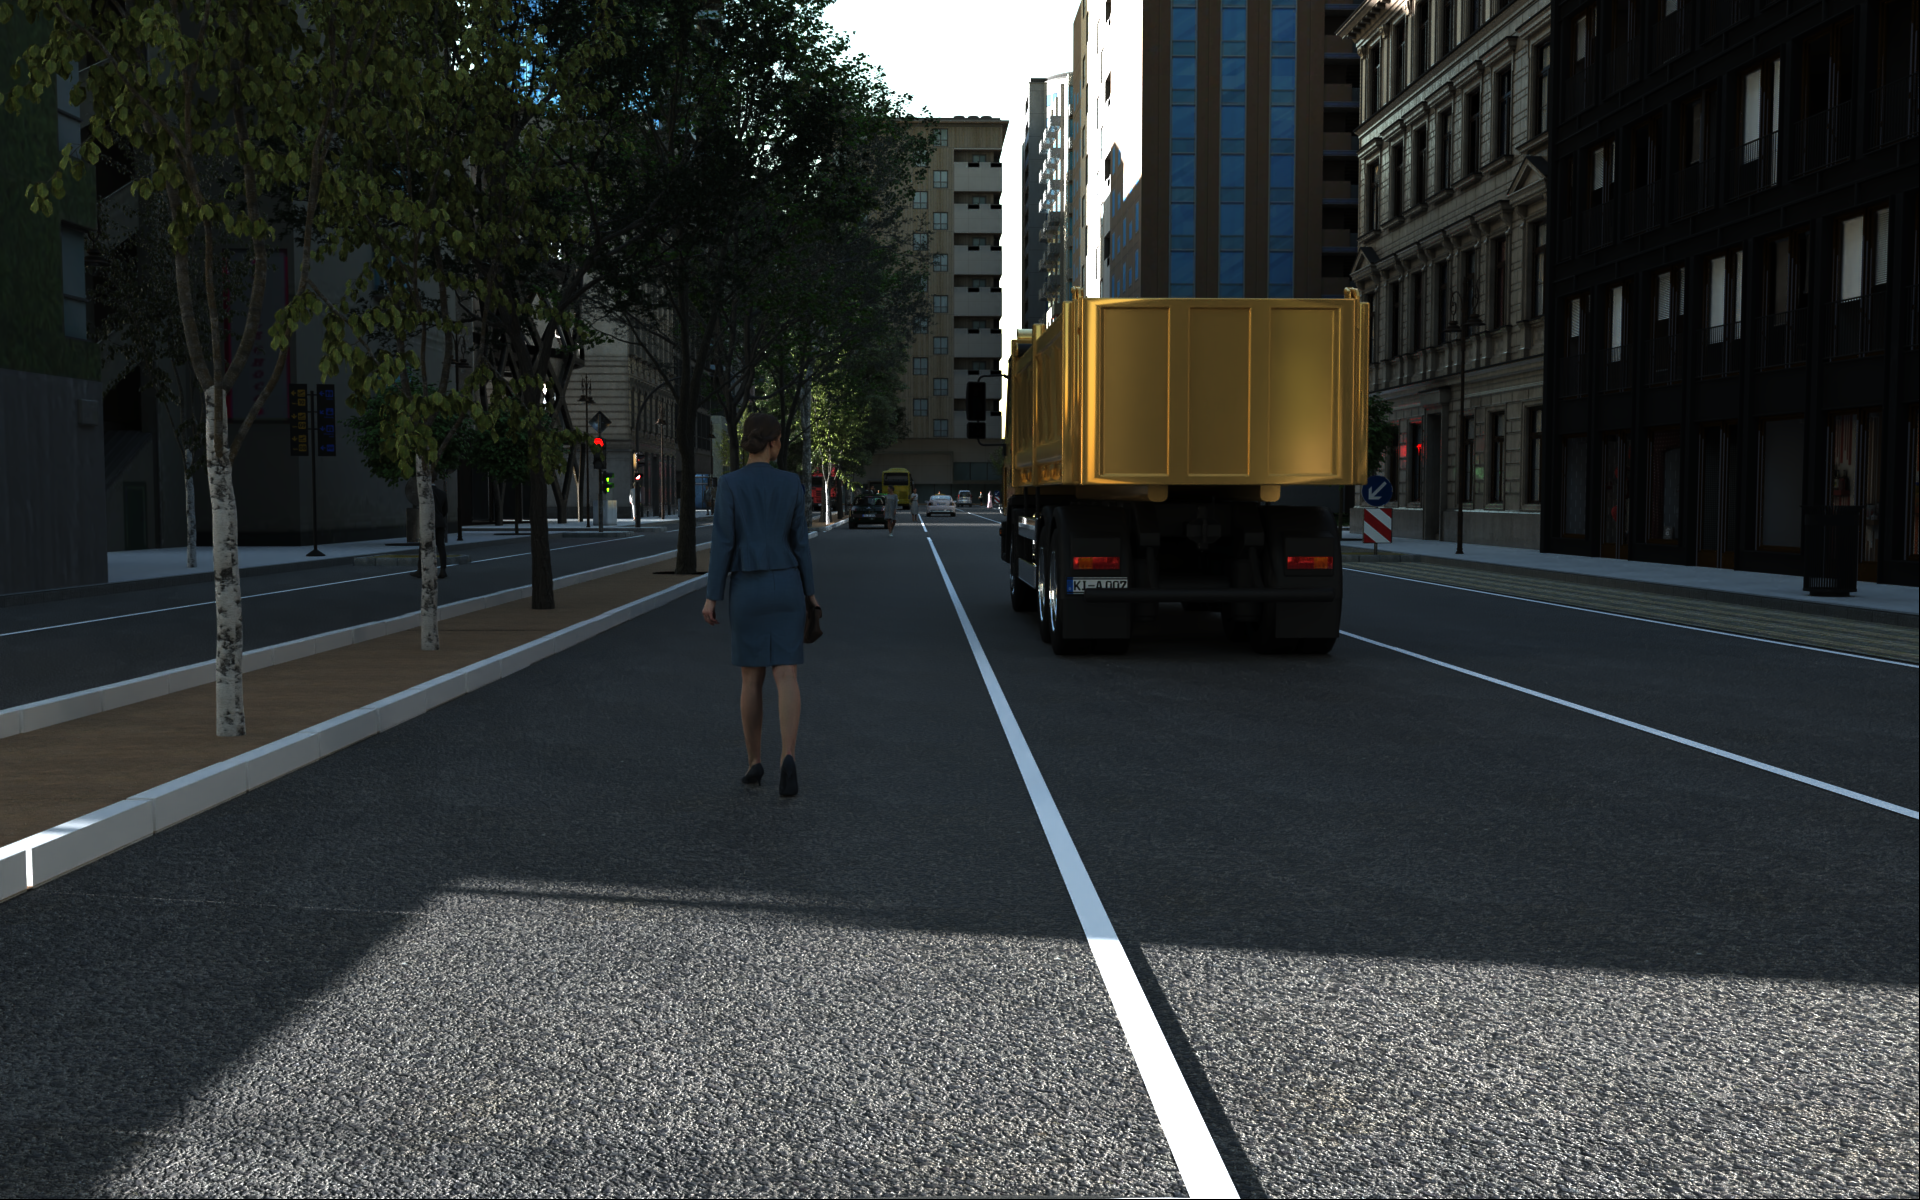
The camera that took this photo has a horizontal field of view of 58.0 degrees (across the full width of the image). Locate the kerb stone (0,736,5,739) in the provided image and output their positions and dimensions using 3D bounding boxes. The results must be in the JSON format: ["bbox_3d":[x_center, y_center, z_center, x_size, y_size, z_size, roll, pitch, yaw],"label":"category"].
[{"bbox_3d":[-5.631,0.760,9.782,0.120,0.150,1.000,0,4,-2],"label":"kerb stone"}]

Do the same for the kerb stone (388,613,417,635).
[{"bbox_3d":[-5.857,0.268,17.960,0.120,0.150,1.000,0,4,-2],"label":"kerb stone"}]

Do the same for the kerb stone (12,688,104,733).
[{"bbox_3d":[-5.650,0.697,10.803,0.120,0.150,1.000,0,4,-2],"label":"kerb stone"}]

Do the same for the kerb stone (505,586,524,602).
[{"bbox_3d":[-6.015,-0.053,23.067,0.120,0.150,1.000,0,4,-2],"label":"kerb stone"}]

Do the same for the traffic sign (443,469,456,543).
[{"bbox_3d":[-13.556,-2.783,45.606,0.768,2.556,0.104,0,4,5],"label":"traffic sign"}]

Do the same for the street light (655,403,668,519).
[{"bbox_3d":[-15.052,-7.020,87.562,0.468,5.910,1.993,0,4,-2],"label":"street light"}]

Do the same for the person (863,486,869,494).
[{"bbox_3d":[-5.200,-5.504,97.857,0.648,1.900,0.474,-1,4,-16],"label":"person"}]

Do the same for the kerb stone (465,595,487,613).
[{"bbox_3d":[-5.954,0.072,21.024,0.120,0.150,1.000,0,4,-2],"label":"kerb stone"}]

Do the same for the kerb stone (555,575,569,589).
[{"bbox_3d":[-6.096,-0.241,26.153,0.120,0.150,1.000,0,4,-2],"label":"kerb stone"}]

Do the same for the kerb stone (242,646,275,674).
[{"bbox_3d":[-5.751,0.509,13.868,0.120,0.150,1.000,0,4,-2],"label":"kerb stone"}]

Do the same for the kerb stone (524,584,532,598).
[{"bbox_3d":[-6.040,-0.112,24.091,0.120,0.150,1.000,0,4,-2],"label":"kerb stone"}]

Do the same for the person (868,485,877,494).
[{"bbox_3d":[-4.615,-5.103,91.293,0.474,1.900,0.648,0,4,3],"label":"person"}]

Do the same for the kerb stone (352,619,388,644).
[{"bbox_3d":[-5.830,0.322,16.938,0.120,0.150,1.000,0,4,-2],"label":"kerb stone"}]

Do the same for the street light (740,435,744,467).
[{"bbox_3d":[-16.239,-9.618,130.049,0.468,5.910,1.993,0,4,-2],"label":"street light"}]

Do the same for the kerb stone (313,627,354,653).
[{"bbox_3d":[-5.809,0.384,15.911,0.120,0.150,1.000,0,4,-2],"label":"kerb stone"}]

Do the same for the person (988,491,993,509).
[{"bbox_3d":[2.988,-9.855,170.298,0.621,1.740,0.551,-1,4,-21],"label":"person"}]

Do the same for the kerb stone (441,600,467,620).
[{"bbox_3d":[-5.919,0.134,20.003,0.120,0.150,1.000,0,4,-2],"label":"kerb stone"}]

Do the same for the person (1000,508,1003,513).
[{"bbox_3d":[3.370,-7.305,127.780,0.795,1.843,0.661,-1,4,-20],"label":"person"}]

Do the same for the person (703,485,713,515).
[{"bbox_3d":[-15.338,-6.066,105.347,0.709,1.813,0.853,1,4,20],"label":"person"}]

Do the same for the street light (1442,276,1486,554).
[{"bbox_3d":[10.720,-3.926,36.983,0.468,5.910,1.993,0,4,-2],"label":"street light"}]

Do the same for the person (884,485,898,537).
[{"bbox_3d":[-2.338,-2.996,58.227,0.466,1.731,0.760,-1,4,-14],"label":"person"}]

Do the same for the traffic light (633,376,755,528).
[{"bbox_3d":[-10.253,-5.614,66.457,4.771,5.953,1.251,0,4,-2],"label":"traffic light"}]

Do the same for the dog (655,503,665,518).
[{"bbox_3d":[-16.420,-4.920,94.816,0.800,0.831,0.513,-3,5,-39],"label":"dog"}]

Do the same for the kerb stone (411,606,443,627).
[{"bbox_3d":[-5.891,0.197,18.981,0.120,0.150,1.000,0,4,-2],"label":"kerb stone"}]

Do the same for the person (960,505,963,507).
[{"bbox_3d":[0.210,-11.641,198.816,0.705,1.826,1.348,-1,4,-21],"label":"person"}]

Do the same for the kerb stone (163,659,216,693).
[{"bbox_3d":[-5.713,0.572,12.846,0.120,0.150,1.000,0,4,-2],"label":"kerb stone"}]

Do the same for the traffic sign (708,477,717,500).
[{"bbox_3d":[-15.136,-6.349,105.932,0.606,2.300,0.079,0,4,3],"label":"traffic sign"}]

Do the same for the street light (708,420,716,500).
[{"bbox_3d":[-15.568,-8.311,108.665,0.468,5.910,1.993,0,4,-2],"label":"street light"}]

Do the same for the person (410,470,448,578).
[{"bbox_3d":[-9.036,-1.296,29.472,0.755,1.850,0.659,2,4,33],"label":"person"}]

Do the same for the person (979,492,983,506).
[{"bbox_3d":[2.455,-12.037,206.096,0.721,1.735,1.217,1,4,18],"label":"person"}]

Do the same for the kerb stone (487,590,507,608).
[{"bbox_3d":[-5.978,0.012,22.046,0.120,0.150,1.000,0,4,-2],"label":"kerb stone"}]

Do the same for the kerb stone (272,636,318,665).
[{"bbox_3d":[-5.777,0.447,14.889,0.120,0.150,1.000,0,4,-2],"label":"kerb stone"}]

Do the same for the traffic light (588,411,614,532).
[{"bbox_3d":[-12.110,-4.248,58.380,0.839,4.253,0.868,0,4,-2],"label":"traffic light"}]

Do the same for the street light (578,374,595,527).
[{"bbox_3d":[-14.338,-5.740,66.634,0.468,5.910,1.993,0,4,-2],"label":"street light"}]

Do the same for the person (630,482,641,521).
[{"bbox_3d":[-15.482,-4.702,82.803,0.514,1.842,0.818,-2,4,-24],"label":"person"}]

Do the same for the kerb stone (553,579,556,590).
[{"bbox_3d":[-6.066,-0.176,25.129,0.120,0.150,1.000,0,4,-2],"label":"kerb stone"}]

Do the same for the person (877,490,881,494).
[{"bbox_3d":[-7.991,-9.922,170.807,1.350,1.814,0.705,0,4,-6],"label":"person"}]

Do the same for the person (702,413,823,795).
[{"bbox_3d":[-0.949,0.011,8.339,0.581,1.822,0.654,0,4,-8],"label":"person"}]

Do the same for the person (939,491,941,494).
[{"bbox_3d":[-2.425,-12.138,206.951,1.348,1.824,0.705,1,4,21],"label":"person"}]

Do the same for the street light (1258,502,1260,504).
[{"bbox_3d":[10.026,-5.206,57.912,0.468,5.910,1.993,0,4,-2],"label":"street light"}]

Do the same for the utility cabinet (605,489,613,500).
[{"bbox_3d":[-14.738,-3.924,72.835,0.318,1.500,1.173,-1,4,-11],"label":"utility cabinet"}]

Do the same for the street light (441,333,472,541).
[{"bbox_3d":[-13.788,-4.575,47.582,0.468,5.910,1.993,0,4,-2],"label":"street light"}]

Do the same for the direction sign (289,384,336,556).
[{"bbox_3d":[-13.313,-2.672,35.677,0.876,3.537,0.379,-1,4,-17],"label":"direction sign"}]

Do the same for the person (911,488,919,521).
[{"bbox_3d":[-2.328,-5.003,90.871,0.480,1.755,0.524,-3,5,-41],"label":"person"}]

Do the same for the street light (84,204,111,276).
[{"bbox_3d":[-13.275,-3.255,26.001,0.468,5.910,1.993,0,4,-2],"label":"street light"}]

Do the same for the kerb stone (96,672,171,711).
[{"bbox_3d":[-5.680,0.635,11.825,0.120,0.150,1.000,0,4,-2],"label":"kerb stone"}]
